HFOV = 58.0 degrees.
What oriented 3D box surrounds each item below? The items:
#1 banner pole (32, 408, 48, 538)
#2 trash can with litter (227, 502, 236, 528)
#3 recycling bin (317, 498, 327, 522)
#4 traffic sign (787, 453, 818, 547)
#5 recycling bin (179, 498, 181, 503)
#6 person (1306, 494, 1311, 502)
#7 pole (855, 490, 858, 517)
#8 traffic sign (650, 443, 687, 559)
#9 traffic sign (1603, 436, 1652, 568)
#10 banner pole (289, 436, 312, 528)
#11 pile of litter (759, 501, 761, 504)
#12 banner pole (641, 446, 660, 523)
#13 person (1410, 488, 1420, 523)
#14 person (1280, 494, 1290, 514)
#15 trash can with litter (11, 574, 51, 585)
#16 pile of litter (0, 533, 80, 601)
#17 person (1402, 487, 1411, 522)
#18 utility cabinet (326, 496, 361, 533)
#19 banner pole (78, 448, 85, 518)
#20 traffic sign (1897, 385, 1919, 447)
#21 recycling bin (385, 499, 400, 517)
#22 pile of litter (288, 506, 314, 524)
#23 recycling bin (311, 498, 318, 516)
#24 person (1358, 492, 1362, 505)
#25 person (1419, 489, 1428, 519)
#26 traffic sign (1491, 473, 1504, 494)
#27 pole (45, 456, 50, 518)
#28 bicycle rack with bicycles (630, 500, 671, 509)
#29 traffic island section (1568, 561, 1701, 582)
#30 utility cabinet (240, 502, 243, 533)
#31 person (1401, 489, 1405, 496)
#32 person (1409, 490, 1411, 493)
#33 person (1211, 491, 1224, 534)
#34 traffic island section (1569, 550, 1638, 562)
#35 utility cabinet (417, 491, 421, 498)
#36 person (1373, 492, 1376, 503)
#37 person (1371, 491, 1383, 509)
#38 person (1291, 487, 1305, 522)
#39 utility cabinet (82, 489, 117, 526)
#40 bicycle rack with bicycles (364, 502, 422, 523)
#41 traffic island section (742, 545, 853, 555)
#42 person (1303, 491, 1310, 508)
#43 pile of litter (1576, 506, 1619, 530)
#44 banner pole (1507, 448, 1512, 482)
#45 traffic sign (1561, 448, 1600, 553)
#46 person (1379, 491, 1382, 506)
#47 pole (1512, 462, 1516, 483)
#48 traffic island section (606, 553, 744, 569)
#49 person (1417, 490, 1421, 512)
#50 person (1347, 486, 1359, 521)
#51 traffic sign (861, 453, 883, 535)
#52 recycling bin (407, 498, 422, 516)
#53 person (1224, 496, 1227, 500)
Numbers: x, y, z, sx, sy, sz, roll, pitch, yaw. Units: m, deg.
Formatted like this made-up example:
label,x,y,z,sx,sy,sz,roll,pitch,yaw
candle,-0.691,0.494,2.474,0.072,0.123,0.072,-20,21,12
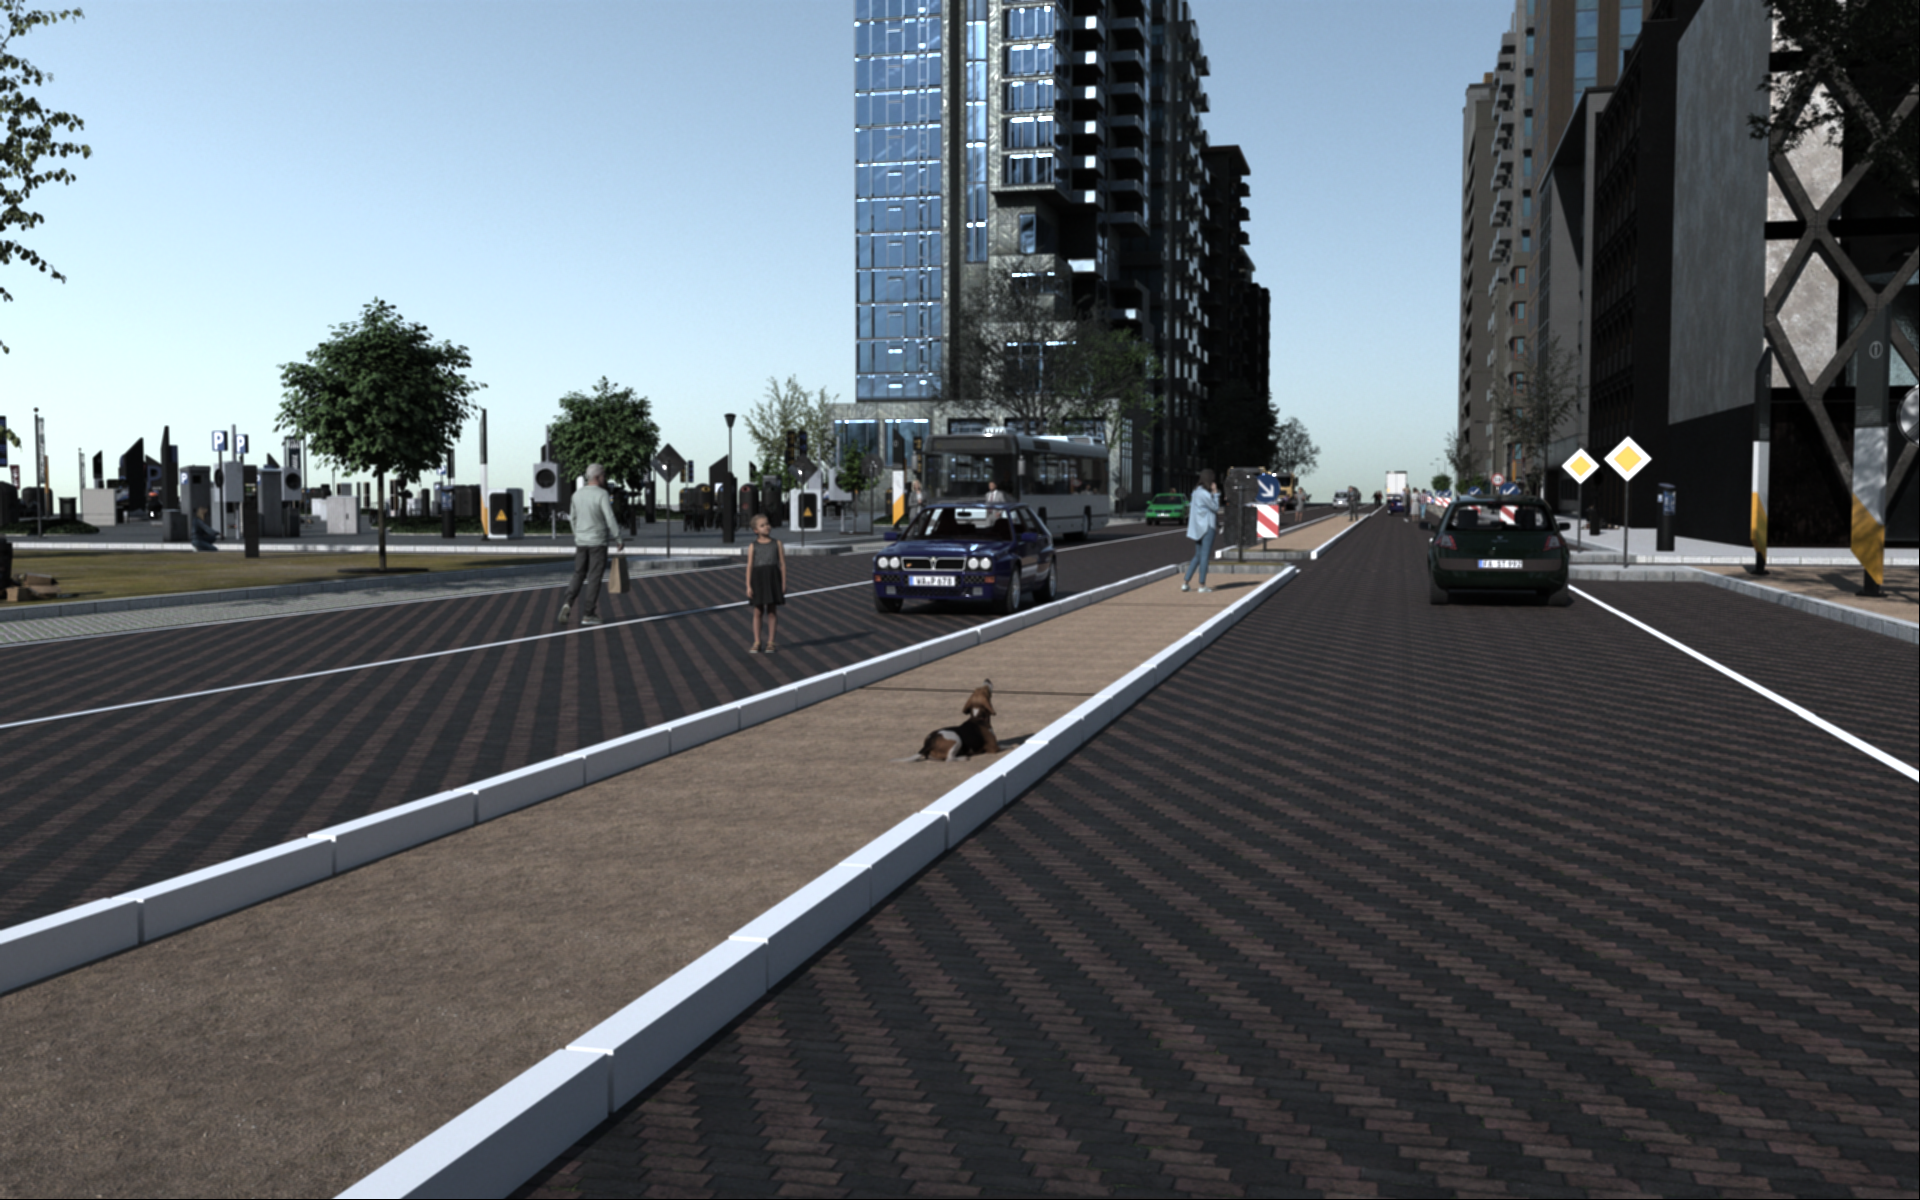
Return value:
label,x,y,z,sx,sy,sz,roll,pitch,yaw
banner pole,-26.547,-3.670,50.018,0.863,3.779,0.401,3,5,45
trash can with litter,-27.363,-3.365,66.073,1.678,1.210,2.233,-1,4,-14
recycling bin,-29.523,-4.197,81.178,0.722,1.027,0.722,0,4,-7
traffic sign,-3.820,-2.349,42.049,0.795,2.450,0.064,1,4,14
recycling bin,-51.336,-6.243,114.628,0.722,1.027,0.722,2,4,29
person,49.178,-14.208,243.987,0.799,1.438,0.628,1,4,12
pole,-5.772,-6.263,96.239,0.158,3.312,0.155,0,3,0
traffic sign,-5.781,-1.876,34.308,0.795,2.450,0.064,1,4,14
traffic sign,11.514,-1.607,29.922,0.795,2.450,0.064,1,4,14
banner pole,-25.124,-4.639,65.870,0.863,3.779,0.401,0,4,5
pile of litter,-13.088,-6.169,114.820,1.719,0.858,1.176,-3,5,-39
banner pole,-13.967,-5.375,77.893,0.863,3.779,0.401,-1,4,-14
person,22.905,-4.782,87.262,0.480,1.755,0.524,-1,4,-11
person,22.787,-6.706,121.376,0.697,1.427,0.421,0,4,6
trash can with litter,-14.022,-0.813,24.354,2.233,1.210,1.678,-1,4,-11
pile of litter,-11.535,-0.434,21.057,1.176,0.858,1.719,3,4,37
person,23.318,-4.980,90.108,0.709,1.800,0.728,0,4,-8
utility cabinet,-20.139,-2.777,56.571,1.020,1.237,0.306,0,4,6
banner pole,-47.672,-6.365,94.077,0.863,3.779,0.401,3,5,44
traffic sign,11.000,-1.193,19.609,0.768,2.556,0.104,1,4,18
recycling bin,-31.617,-5.135,96.516,0.722,1.027,0.722,-2,4,-26
pile of litter,-28.908,-3.777,75.723,1.176,0.858,1.719,-2,4,-32
recycling bin,-37.081,-5.374,100.413,0.722,1.027,0.722,1,4,16
person,54.220,-13.831,235.319,0.721,1.739,1.217,-2,4,-35
person,26.846,-5.571,100.417,0.563,1.720,0.643,3,5,45
traffic sign,32.771,-6.452,105.598,0.768,2.556,0.104,1,4,16
pole,-48.387,-5.990,91.774,0.158,3.312,0.155,0,3,0
bicycle rack with bicycles,-19.362,-5.728,107.039,2.852,0.926,2.925,3,5,44
traffic island section,11.538,-0.472,29.993,2.009,0.180,2.903,1,4,14
utility cabinet,-22.951,-2.922,56.452,1.173,1.500,0.318,0,4,2
person,34.457,-7.717,134.537,0.709,1.838,0.599,-1,4,-15
person,45.266,-10.140,174.295,1.348,1.824,0.705,3,5,44
person,9.062,-3.293,62.180,0.795,1.843,0.661,-2,4,-25
traffic island section,13.499,-0.945,37.735,2.009,0.180,2.903,1,4,14
utility cabinet,-38.614,-7.080,124.433,0.318,1.500,1.173,-3,5,-41
person,63.721,-15.711,265.396,0.705,1.821,1.348,-2,4,-28
person,39.442,-9.442,163.700,1.217,1.723,0.721,2,4,31
person,17.469,-4.934,89.528,0.716,1.782,0.532,1,4,15
utility cabinet,-34.302,-3.693,69.057,1.173,1.500,0.318,-1,4,-13
bicycle rack with bicycles,-25.068,-3.855,76.413,2.852,0.926,2.925,0,4,-1
traffic island section,-3.845,-1.213,42.117,2.009,0.180,2.903,1,4,14
person,36.341,-10.663,182.925,1.350,1.814,0.705,0,4,7
pile of litter,23.345,-3.018,63.307,1.176,0.858,1.719,-1,4,-13
banner pole,29.875,-6.378,94.291,0.401,3.779,0.863,2,4,33
traffic sign,13.475,-2.081,37.664,0.795,2.450,0.064,1,4,14
person,49.926,-12.085,206.019,0.705,1.831,1.348,-1,4,-15
pole,34.715,-7.018,108.579,0.158,3.312,0.155,0,3,0
traffic island section,-5.806,-0.740,34.376,2.009,0.180,2.903,1,4,14
person,37.569,-8.119,141.688,0.683,1.767,0.568,-1,4,-10
person,20.562,-5.038,90.673,0.655,1.846,0.447,3,5,41
traffic sign,-2.756,-3.299,54.040,0.768,2.556,0.104,1,4,21
recycling bin,-32.037,-5.464,101.882,0.722,1.027,0.722,3,4,36
person,22.520,-8.199,145.743,0.628,1.438,0.799,1,4,15
